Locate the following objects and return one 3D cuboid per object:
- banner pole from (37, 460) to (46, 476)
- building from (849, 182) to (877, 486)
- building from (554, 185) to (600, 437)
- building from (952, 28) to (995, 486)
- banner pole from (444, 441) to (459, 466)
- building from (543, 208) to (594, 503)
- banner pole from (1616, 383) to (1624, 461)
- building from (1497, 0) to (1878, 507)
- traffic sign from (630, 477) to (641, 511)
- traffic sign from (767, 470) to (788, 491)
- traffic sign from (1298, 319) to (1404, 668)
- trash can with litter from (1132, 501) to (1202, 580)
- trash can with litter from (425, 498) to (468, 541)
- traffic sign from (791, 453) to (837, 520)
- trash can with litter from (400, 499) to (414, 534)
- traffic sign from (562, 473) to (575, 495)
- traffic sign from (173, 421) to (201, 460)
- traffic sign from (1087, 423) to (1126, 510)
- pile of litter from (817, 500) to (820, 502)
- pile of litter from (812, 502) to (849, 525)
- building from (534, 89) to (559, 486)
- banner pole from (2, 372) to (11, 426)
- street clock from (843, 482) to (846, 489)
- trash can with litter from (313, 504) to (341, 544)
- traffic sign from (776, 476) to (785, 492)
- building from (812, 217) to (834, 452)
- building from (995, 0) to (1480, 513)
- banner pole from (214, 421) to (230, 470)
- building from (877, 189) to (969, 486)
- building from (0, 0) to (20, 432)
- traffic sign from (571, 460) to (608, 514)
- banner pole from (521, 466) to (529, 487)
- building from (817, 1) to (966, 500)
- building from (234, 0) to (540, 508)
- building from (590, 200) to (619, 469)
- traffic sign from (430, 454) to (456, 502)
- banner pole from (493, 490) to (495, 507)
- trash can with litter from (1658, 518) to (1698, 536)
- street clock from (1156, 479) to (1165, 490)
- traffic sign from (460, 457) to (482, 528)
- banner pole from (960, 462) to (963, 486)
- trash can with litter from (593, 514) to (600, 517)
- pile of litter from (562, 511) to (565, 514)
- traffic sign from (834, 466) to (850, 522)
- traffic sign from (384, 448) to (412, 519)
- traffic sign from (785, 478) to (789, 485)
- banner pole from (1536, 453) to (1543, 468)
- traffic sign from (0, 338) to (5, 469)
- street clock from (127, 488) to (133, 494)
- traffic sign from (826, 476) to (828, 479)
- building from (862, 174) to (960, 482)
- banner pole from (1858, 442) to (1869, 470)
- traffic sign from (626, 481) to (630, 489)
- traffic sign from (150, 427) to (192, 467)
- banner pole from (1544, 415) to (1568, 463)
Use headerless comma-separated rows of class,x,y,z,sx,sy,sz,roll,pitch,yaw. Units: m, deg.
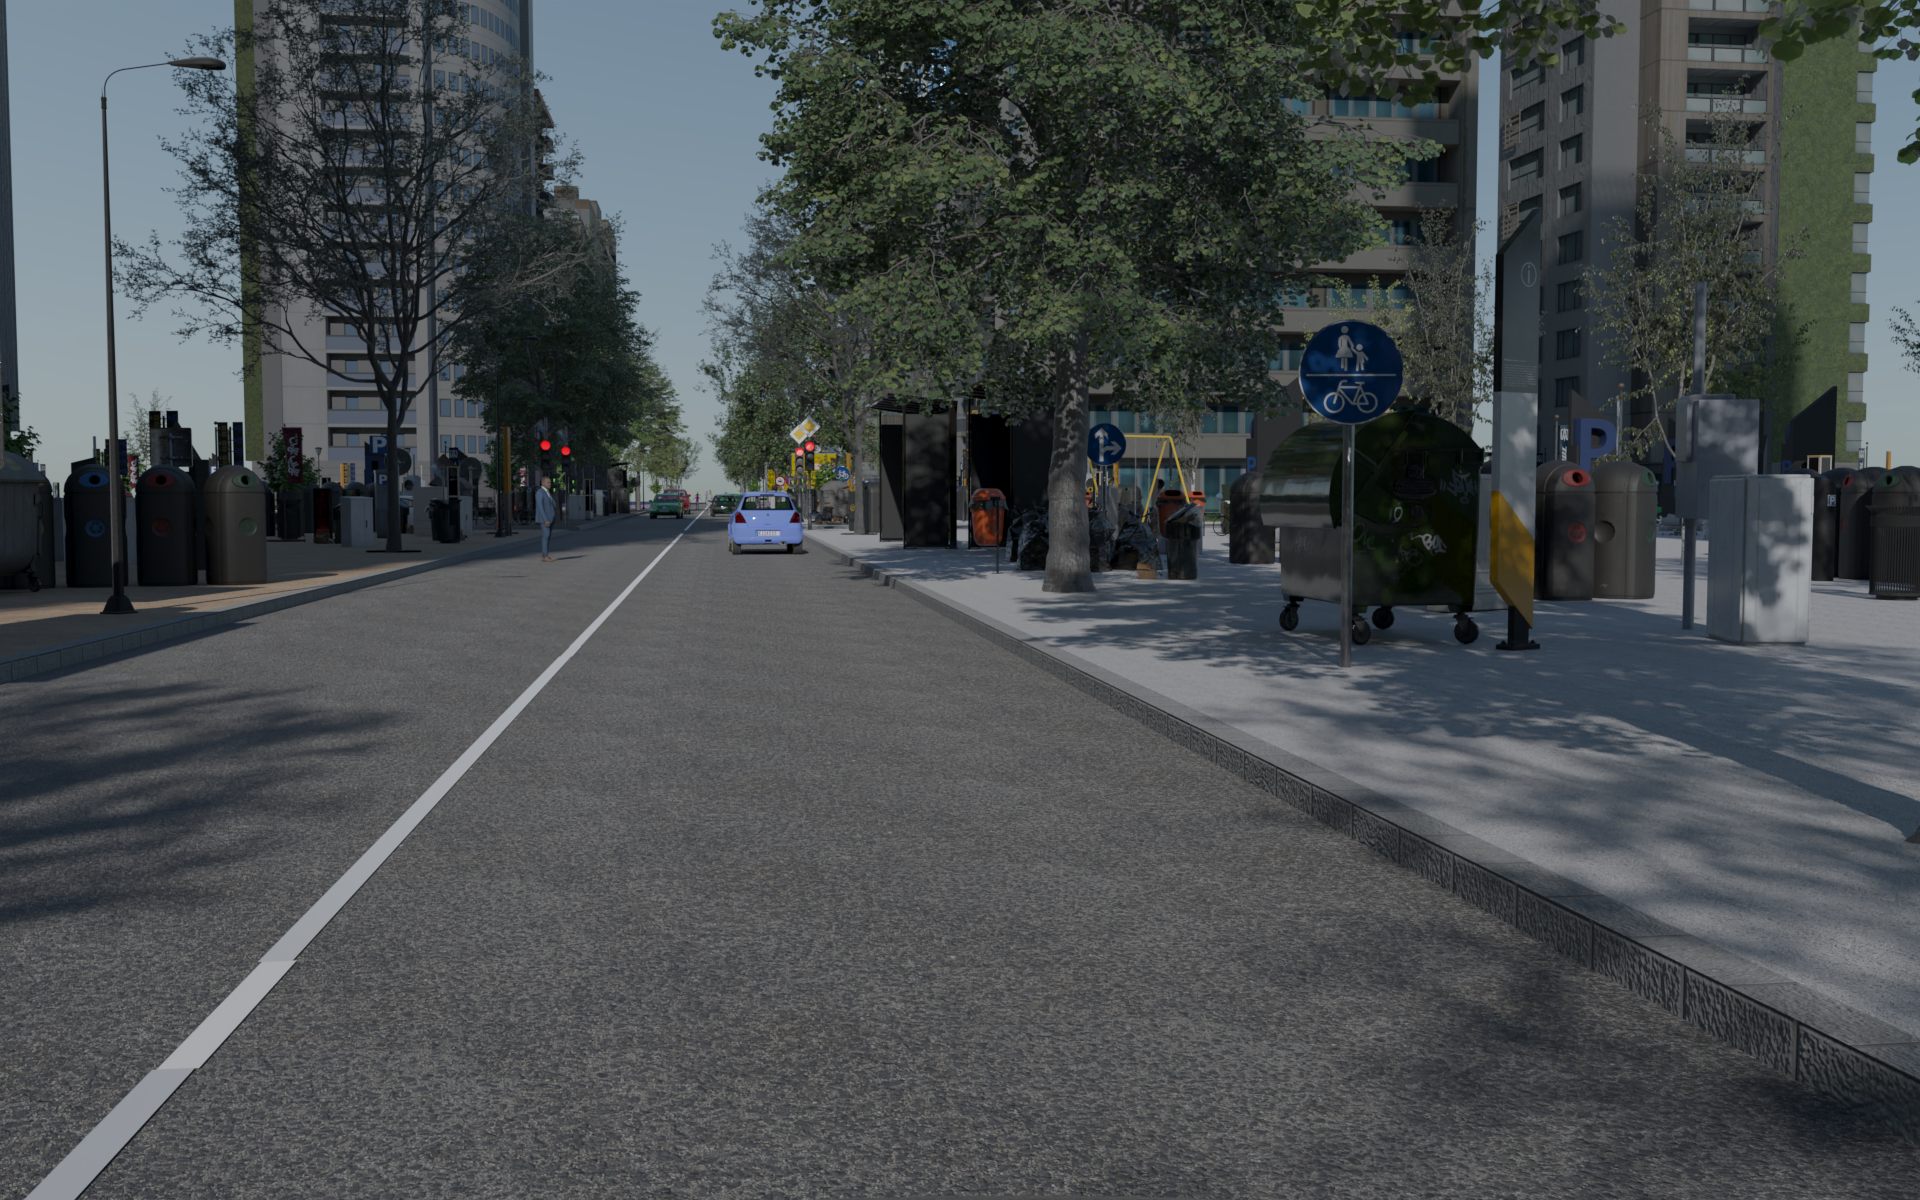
banner pole,-66.967,-8.334,126.277,0.401,3.779,0.863,1,4,22
building,-6.283,-31.835,204.104,14.154,41.232,14.086,0,4,-8
building,-60.736,-36.967,254.524,14.600,45.320,14.200,0,4,-8
building,11.119,-29.002,128.812,22.147,44.769,28.867,0,4,-8
banner pole,-24.011,-5.606,81.675,0.863,3.779,0.401,0,4,4
building,-58.520,-34.074,240.704,14.154,41.232,14.086,0,4,-8
banner pole,14.797,-2.993,38.945,0.401,3.779,0.863,2,4,28
building,38.738,-25.095,93.895,14.086,41.232,14.154,0,4,-8
traffic sign,-24.195,-7.898,129.232,0.768,2.556,0.104,0,4,-5
traffic sign,-14.877,-9.187,144.086,2.265,3.308,0.079,0,4,-5
traffic sign,2.856,-0.773,12.747,0.768,2.556,0.104,0,4,2
trash can with litter,3.096,-0.891,25.959,1.055,1.170,0.624,0,4,6
trash can with litter,-14.118,-2.216,47.621,0.624,1.170,1.055,3,4,38
traffic sign,-7.265,-5.644,86.148,2.265,3.308,0.079,0,4,-3
trash can with litter,-17.812,-2.716,55.797,1.055,1.170,0.624,1,4,20
traffic sign,-22.714,-6.147,100.617,0.768,2.556,0.104,0,4,-3
traffic sign,-13.914,-1.885,30.826,0.884,2.594,0.081,0,4,-6
traffic sign,2.605,-1.903,31.214,0.768,2.556,0.104,0,4,-1
pile of litter,-11.525,-7.643,138.933,1.719,0.858,1.176,-2,4,-28
pile of litter,-5.457,-3.575,72.412,1.719,0.858,1.176,0,4,4
building,-54.494,-32.296,182.667,22.147,44.769,28.867,0,4,-8
banner pole,-19.294,-2.753,35.023,0.401,3.779,0.863,-3,5,-44
street clock,-5.746,-4.957,85.618,0.358,2.002,0.471,0,4,-8
trash can with litter,-16.163,-2.037,44.699,1.055,1.170,0.624,0,4,-5
traffic sign,-12.379,-7.287,119.254,0.768,2.556,0.104,0,4,-2
building,-13.455,-41.006,290.049,23.786,49.044,30.456,0,4,-8
building,12.928,-28.621,91.658,21.600,48.544,21.300,0,4,-8
banner pole,-25.345,-4.248,59.477,0.863,3.779,0.401,2,4,25
building,-1.177,-24.162,166.757,14.160,30.474,14.107,0,4,-8
building,-30.382,-16.330,38.700,14.107,30.474,14.160,0,4,-8
traffic sign,-22.457,-6.786,104.820,2.265,3.308,0.079,0,4,-6
banner pole,-32.599,-8.549,129.793,0.863,3.779,0.401,-2,4,-34
building,-10.141,-57.836,258.289,22.319,86.520,31.000,0,4,-8
building,-49.961,-37.437,154.096,21.231,58.520,28.212,0,4,-8
building,-68.063,-40.531,286.375,21.300,48.544,21.600,0,4,-8
traffic sign,-14.702,-2.946,49.346,0.795,2.450,0.064,0,4,-2
banner pole,-36.852,-8.985,136.914,0.401,3.779,0.863,-1,4,-17
trash can with litter,22.377,-2.624,53.960,1.678,1.210,2.233,2,4,31
street clock,9.369,-4.704,81.486,0.471,2.002,0.358,-1,4,-13
traffic sign,-16.761,-3.626,59.387,0.768,2.556,0.104,0,4,-2
banner pole,0.407,-7.964,120.235,0.863,3.779,0.401,-1,4,-12
trash can with litter,-21.210,-5.377,98.974,1.678,1.210,2.233,-2,4,-28
pile of litter,-24.812,-5.841,109.460,1.176,0.858,1.719,-2,4,-23
traffic sign,-5.379,-4.823,78.958,0.768,2.556,0.104,0,4,0
traffic sign,-15.547,-2.925,47.923,0.768,2.556,0.104,0,4,1
traffic sign,-11.052,-6.914,113.148,0.768,2.556,0.104,0,4,-6
banner pole,31.291,-6.312,93.219,0.863,3.779,0.401,-1,4,-23
traffic sign,-10.830,-1.446,17.520,2.265,3.308,0.079,0,4,-1
street clock,-54.307,-6.646,113.225,0.471,2.002,0.358,-3,4,-36
traffic sign,-6.430,-5.039,82.494,0.768,2.556,0.104,0,4,-3
building,5.502,-30.257,186.579,32.217,40.220,23.993,0,4,-8
banner pole,43.286,-5.689,83.030,0.863,3.779,0.401,-2,4,-28
traffic sign,-25.851,-8.075,134.158,0.606,2.300,0.079,0,4,-7
traffic sign,-12.103,-1.497,26.611,0.606,2.300,0.079,0,4,-6
banner pole,19.063,-3.973,54.979,0.863,3.779,0.401,-2,4,-31
